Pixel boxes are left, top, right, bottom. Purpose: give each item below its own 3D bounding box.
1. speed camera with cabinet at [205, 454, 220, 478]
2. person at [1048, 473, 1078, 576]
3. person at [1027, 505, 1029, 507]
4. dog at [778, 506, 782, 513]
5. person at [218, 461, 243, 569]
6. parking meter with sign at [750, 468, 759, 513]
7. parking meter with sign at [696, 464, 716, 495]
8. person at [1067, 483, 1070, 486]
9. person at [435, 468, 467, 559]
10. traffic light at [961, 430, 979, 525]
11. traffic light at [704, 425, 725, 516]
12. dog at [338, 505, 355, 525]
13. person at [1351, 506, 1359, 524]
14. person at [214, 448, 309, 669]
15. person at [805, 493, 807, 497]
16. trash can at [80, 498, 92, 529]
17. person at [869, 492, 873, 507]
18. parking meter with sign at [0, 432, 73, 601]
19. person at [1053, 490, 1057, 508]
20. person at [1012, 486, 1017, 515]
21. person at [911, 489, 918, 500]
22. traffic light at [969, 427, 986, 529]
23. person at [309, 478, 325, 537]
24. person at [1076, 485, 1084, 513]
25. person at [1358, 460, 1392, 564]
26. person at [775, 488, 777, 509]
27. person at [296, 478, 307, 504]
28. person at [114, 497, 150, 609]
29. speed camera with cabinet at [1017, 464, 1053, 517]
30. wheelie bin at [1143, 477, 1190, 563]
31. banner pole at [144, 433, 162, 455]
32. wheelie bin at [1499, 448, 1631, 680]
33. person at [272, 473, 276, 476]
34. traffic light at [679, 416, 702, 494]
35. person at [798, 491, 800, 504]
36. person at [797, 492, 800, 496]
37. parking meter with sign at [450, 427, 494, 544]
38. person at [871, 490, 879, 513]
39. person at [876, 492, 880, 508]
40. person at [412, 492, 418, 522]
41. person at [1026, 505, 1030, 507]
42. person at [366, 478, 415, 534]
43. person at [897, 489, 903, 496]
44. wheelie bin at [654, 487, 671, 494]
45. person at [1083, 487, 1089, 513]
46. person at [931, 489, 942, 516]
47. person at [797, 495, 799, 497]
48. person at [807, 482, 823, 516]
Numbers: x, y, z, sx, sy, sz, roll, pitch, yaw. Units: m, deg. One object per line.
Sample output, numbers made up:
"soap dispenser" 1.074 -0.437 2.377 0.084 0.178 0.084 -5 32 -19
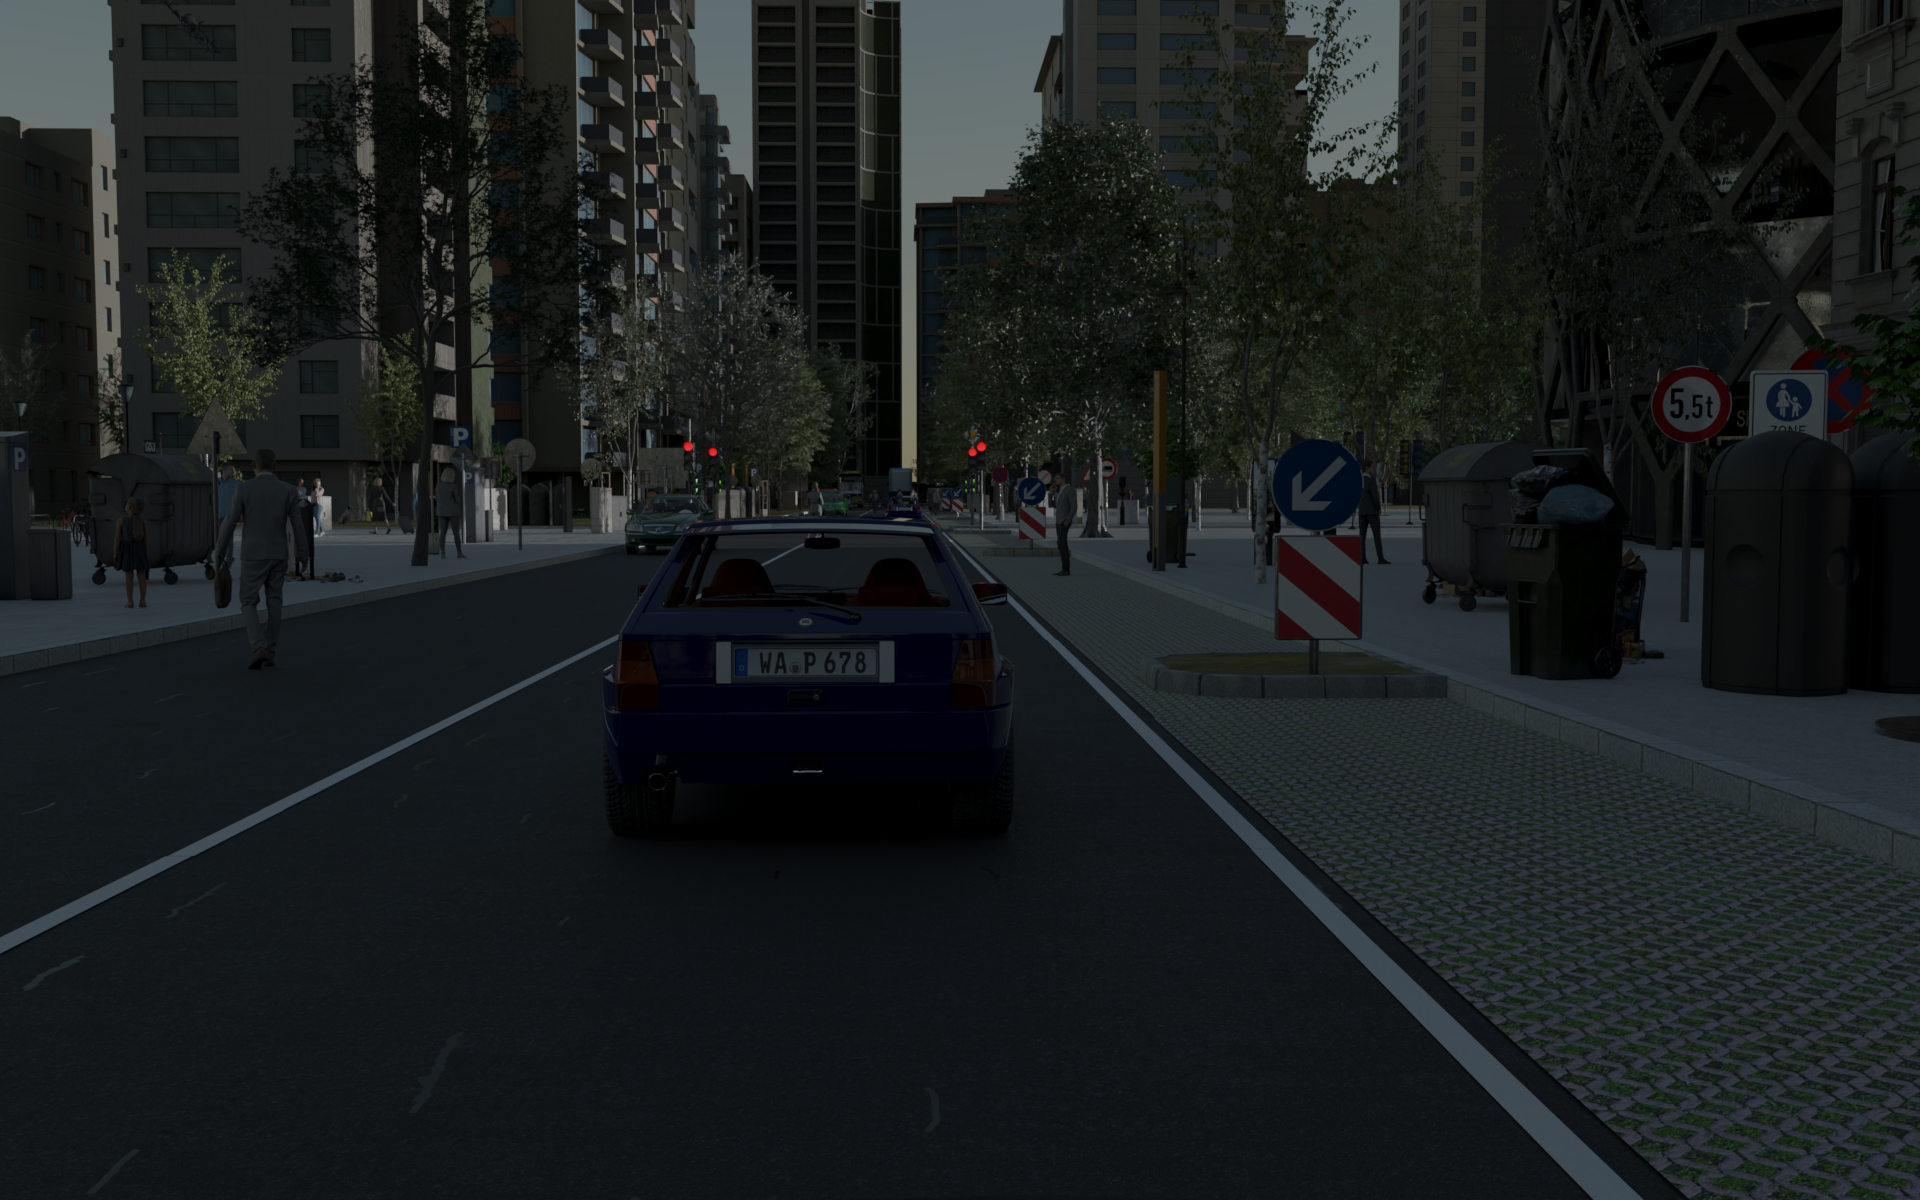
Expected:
"speed camera with cabinet" -26.848 -4.029 60.209 2.038 3.252 0.660 -3 4 -39
"person" 1.788 -1.322 30.292 0.473 1.802 0.592 0 4 -7
"person" 5.148 -7.849 134.627 0.529 1.795 0.600 1 4 11
"dog" -12.120 -6.118 116.857 0.406 0.507 0.540 -2 4 -30
"person" -12.590 -1.463 29.833 0.638 1.841 0.748 0 4 3
"parking meter with sign" -13.673 -7.384 116.996 0.543 3.016 1.738 -2 4 -23
"parking meter with sign" -14.451 -6.364 100.315 0.543 3.016 1.738 3 4 38
"person" 5.574 -5.080 89.068 0.822 1.834 0.622 -2 4 -33
"person" -10.213 -1.736 34.608 0.537 1.800 0.526 2 4 24
"traffic light" 0.484 -4.999 70.660 0.839 4.253 0.868 0 4 -2
"traffic light" -9.971 -4.978 70.308 0.839 4.253 0.868 0 4 -2
"dog" -25.634 -3.527 72.038 0.800 0.831 0.513 2 4 35
"person" 17.352 -4.233 75.441 0.537 1.800 0.526 3 5 43
"person" -5.824 -0.356 14.436 0.709 1.813 0.853 -3 4 -38
"person" -18.587 -12.266 207.373 1.217 1.735 0.721 0 4 -4
"trash can" -30.128 -2.967 60.170 0.748 1.137 0.748 0 3 0
"person" -9.893 -11.252 193.403 0.756 1.711 0.436 3 5 40
"parking meter with sign" -11.710 -1.511 20.974 1.738 3.016 0.543 0 4 2
"person" 8.656 -9.212 157.591 0.436 1.711 0.756 0 4 -5
"person" 3.499 -6.229 108.007 0.853 1.813 0.709 -3 4 -36
"person" -3.381 -7.216 126.577 0.850 1.850 0.679 2 4 32
"traffic light" 0.742 -4.511 62.680 0.839 4.253 0.868 0 4 -2
"person" -19.176 -2.757 51.712 0.593 1.750 0.643 2 4 33
"person" 8.044 -6.834 117.136 0.474 1.900 0.648 -2 4 -35
"person" 7.564 -1.617 31.840 0.474 1.900 0.648 -2 4 -35
"person" -15.665 -8.635 147.313 0.705 1.812 1.348 3 5 42
"person" -22.483 -3.229 58.927 0.778 1.811 0.616 3 5 39
"person" -9.308 -0.535 19.459 0.362 1.253 0.373 -3 4 -36
"speed camera with cabinet" 4.195 -6.248 96.497 2.038 3.252 0.660 -2 4 -28
"wheelie bin" 3.865 -1.493 32.316 0.980 1.594 0.693 2 4 29
"banner pole" -32.684 -4.913 70.342 0.863 3.779 0.401 -3 5 -40
"wheelie bin" 4.227 -0.259 12.148 0.693 1.594 0.980 -1 4 -19
"person" -15.766 -2.022 39.645 0.362 1.759 0.519 0 4 5
"traffic light" -9.713 -4.490 62.327 0.839 4.253 0.868 0 4 -2
"person" -17.897 -11.513 195.085 0.742 1.727 0.445 1 4 19
"person" -15.487 -9.574 162.555 1.348 1.826 0.705 0 4 3
"parking meter with sign" -12.811 -3.020 45.634 0.543 3.016 1.738 0 4 5
"person" -6.364 -7.411 130.092 0.534 1.772 0.576 2 4 34
"person" -8.231 -9.990 173.300 0.415 1.643 0.593 1 4 11
"person" -20.420 -3.465 65.490 0.601 1.785 0.444 -2 4 -32
"person" 5.401 -8.408 143.359 0.795 1.843 0.661 -1 4 -12
"person" -18.301 -3.009 55.450 1.509 1.804 0.699 1 4 22
"person" -4.017 -6.637 117.190 0.511 1.800 0.466 2 4 32
"wheelie bin" -12.991 -4.131 75.447 0.693 1.594 0.980 3 5 43
"person" 8.621 -6.913 119.257 0.473 1.802 0.592 -1 4 -19
"person" -1.509 -6.387 113.411 0.782 1.767 0.515 3 5 39
"person" -20.675 -12.840 216.686 1.217 1.736 0.721 2 4 29
"person" -4.369 -2.650 52.100 0.520 1.790 0.573 0 4 -4
